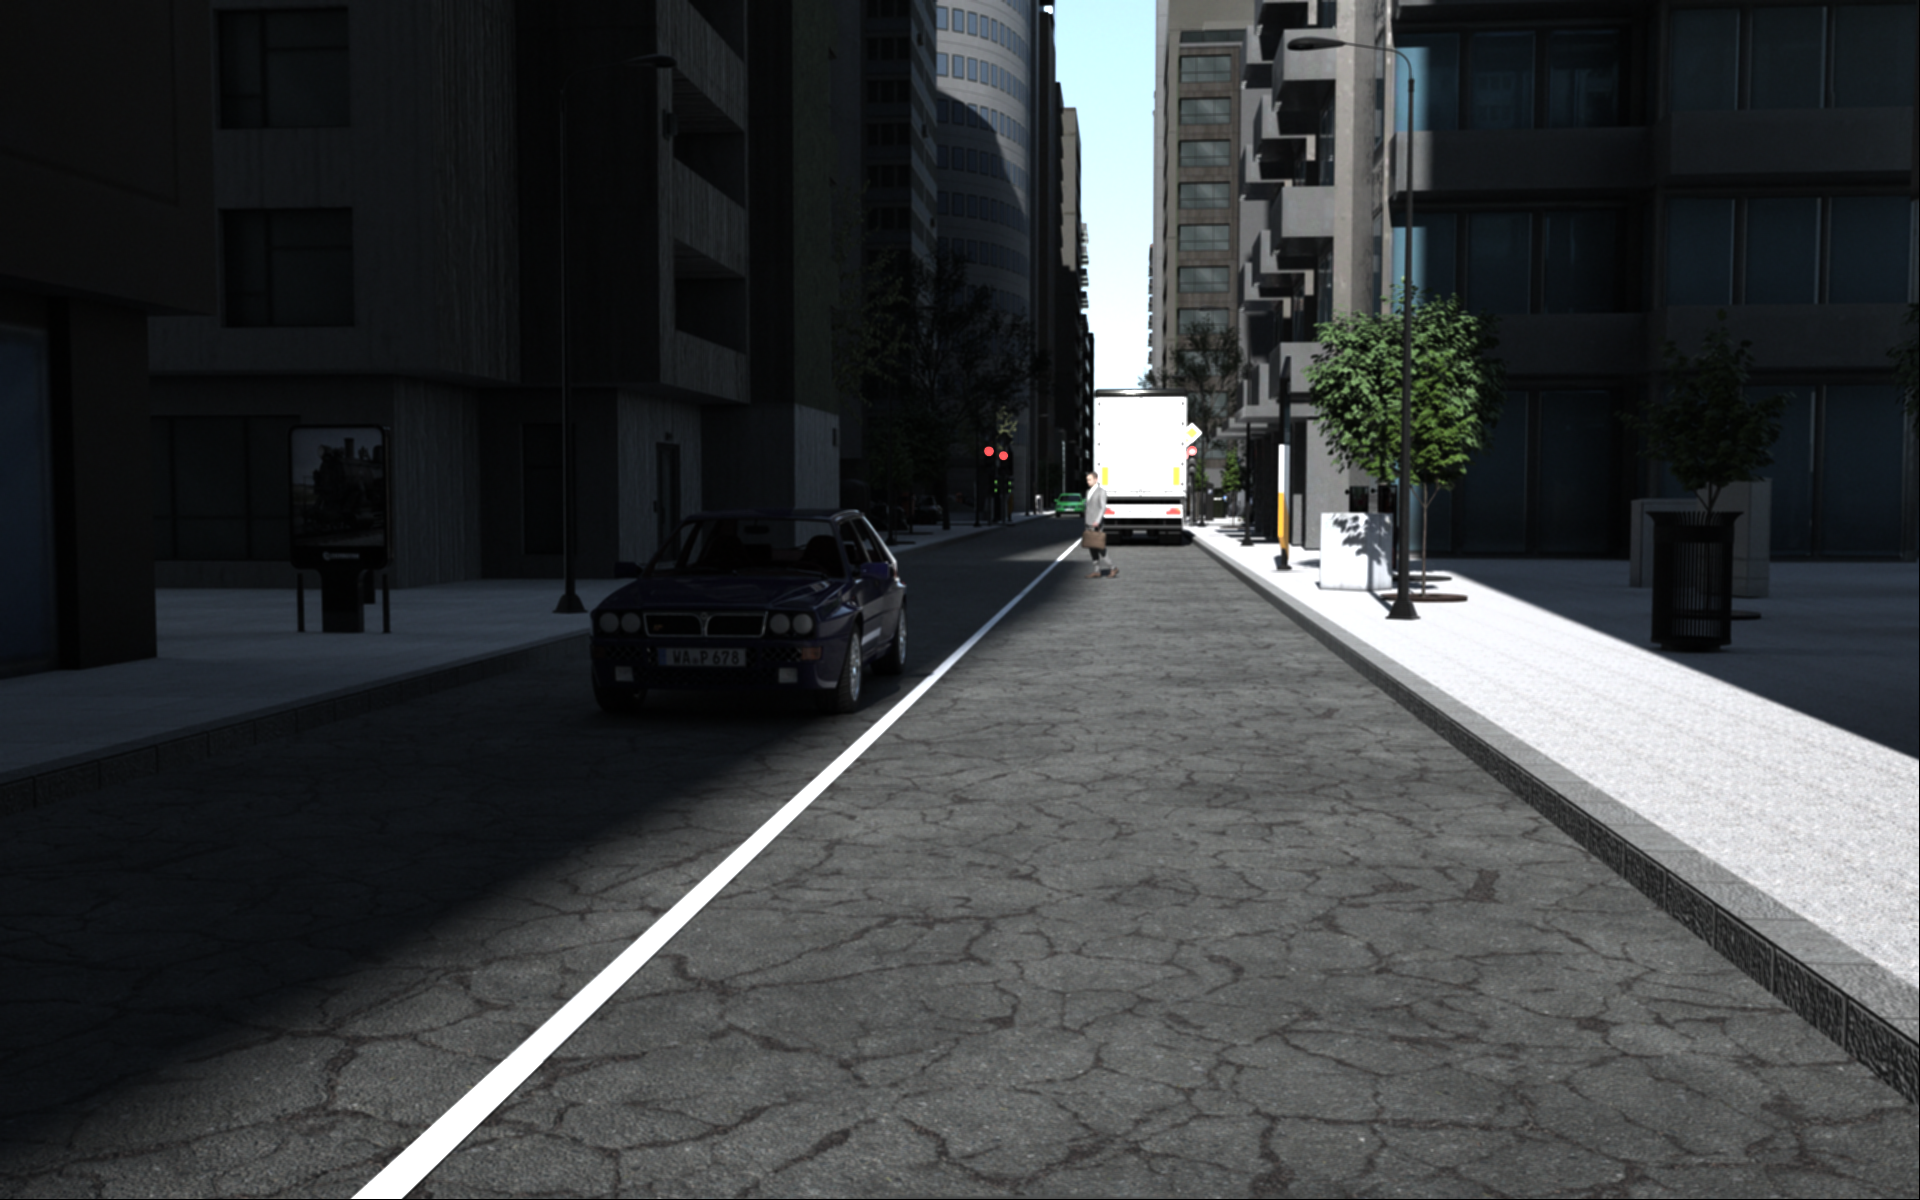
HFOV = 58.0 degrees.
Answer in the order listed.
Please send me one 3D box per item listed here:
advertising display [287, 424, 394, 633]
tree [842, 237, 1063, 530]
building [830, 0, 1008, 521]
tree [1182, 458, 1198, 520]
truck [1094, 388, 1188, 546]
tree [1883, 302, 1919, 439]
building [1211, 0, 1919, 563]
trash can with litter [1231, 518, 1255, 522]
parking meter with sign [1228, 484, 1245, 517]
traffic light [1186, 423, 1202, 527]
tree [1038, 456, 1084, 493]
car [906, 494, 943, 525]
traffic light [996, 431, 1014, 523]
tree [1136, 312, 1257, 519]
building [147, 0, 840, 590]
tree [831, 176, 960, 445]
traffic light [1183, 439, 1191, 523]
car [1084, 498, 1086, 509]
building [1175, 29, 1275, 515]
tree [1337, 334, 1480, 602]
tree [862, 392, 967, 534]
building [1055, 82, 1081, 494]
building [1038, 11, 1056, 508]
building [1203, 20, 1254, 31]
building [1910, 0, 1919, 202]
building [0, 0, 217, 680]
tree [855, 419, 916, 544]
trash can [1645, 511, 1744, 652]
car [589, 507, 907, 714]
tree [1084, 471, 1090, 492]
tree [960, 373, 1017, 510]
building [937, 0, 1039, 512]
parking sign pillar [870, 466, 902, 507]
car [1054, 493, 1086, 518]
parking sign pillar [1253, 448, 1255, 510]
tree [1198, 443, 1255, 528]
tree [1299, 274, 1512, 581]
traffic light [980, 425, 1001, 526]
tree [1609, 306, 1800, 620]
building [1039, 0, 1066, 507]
[{"bbox_3d":[-5.719,-0.660,16.005,0.974,1.923,0.123,1,4,9],"label":"advertising display"},{"bbox_3d":[-0.407,-7.811,62.129,8.767,10.594,7.601,1,4,9],"label":"tree"},{"bbox_3d":[-14.060,-24.303,89.242,32.217,40.220,23.993,0,4,6],"label":"building"},{"bbox_3d":[11.704,-5.503,84.575,1.663,3.219,1.824,0,3,0],"label":"tree"},{"bbox_3d":[5.366,-3.835,51.616,2.839,4.237,11.283,0,4,6],"label":"truck"},{"bbox_3d":[13.692,-2.351,22.159,4.285,4.588,4.351,0,3,0],"label":"tree"},{"bbox_3d":[19.082,-26.014,44.930,23.786,49.044,30.456,0,4,6],"label":"building"},{"bbox_3d":[13.732,-4.279,81.024,2.233,1.210,1.678,2,4,26],"label":"trash can with litter"},{"bbox_3d":[15.676,-6.078,95.637,1.738,3.016,0.543,2,4,31],"label":"parking meter with sign"},{"bbox_3d":[9.122,-4.858,68.345,0.839,4.253,0.868,0,4,6],"label":"traffic light"},{"bbox_3d":[7.336,-9.944,146.295,4.285,4.588,4.351,0,3,0],"label":"tree"},{"bbox_3d":[-2.730,-3.846,72.663,4.222,1.686,2.009,0,4,6],"label":"car"},{"bbox_3d":[1.974,-5.390,77.048,0.839,4.253,0.868,0,4,6],"label":"traffic light"},{"bbox_3d":[12.322,-9.508,89.867,8.767,10.594,7.601,0,4,6],"label":"tree"},{"bbox_3d":[-10.125,-15.710,28.553,14.160,30.474,14.107,0,4,6],"label":"building"},{"bbox_3d":[-3.223,-5.413,38.869,4.737,8.622,4.395,0,3,0],"label":"tree"},{"bbox_3d":[9.899,-5.344,76.292,0.839,4.253,0.868,0,4,6],"label":"traffic light"},{"bbox_3d":[13.018,-9.511,167.510,2.014,1.417,4.499,0,4,8],"label":"car"},{"bbox_3d":[20.900,-20.780,111.462,14.160,30.474,14.107,0,4,6],"label":"building"},{"bbox_3d":[5.688,-1.617,21.046,1.663,3.219,1.824,0,3,0],"label":"tree"},{"bbox_3d":[-1.494,-4.396,55.583,4.285,4.588,4.351,0,3,0],"label":"tree"},{"bbox_3d":[3.563,-35.782,208.735,21.300,48.544,21.600,0,4,6],"label":"building"},{"bbox_3d":[1.577,-31.185,159.986,14.600,45.320,14.200,0,4,6],"label":"building"},{"bbox_3d":[31.176,-27.242,137.291,32.217,40.220,23.993,0,4,6],"label":"building"},{"bbox_3d":[40.879,-22.735,55.310,14.086,41.232,14.154,0,4,6],"label":"building"},{"bbox_3d":[-13.481,-21.780,6.210,14.600,45.320,14.200,0,4,6],"label":"building"},{"bbox_3d":[-1.617,-3.067,44.749,1.663,3.219,1.824,0,3,0],"label":"tree"},{"bbox_3d":[6.010,-0.157,14.215,0.748,1.137,0.748,0,3,0],"label":"trash can"},{"bbox_3d":[-1.415,0.000,12.581,1.945,1.354,3.894,0,4,5],"label":"car"},{"bbox_3d":[15.487,-14.699,224.040,4.285,4.588,4.351,0,3,0],"label":"tree"},{"bbox_3d":[1.094,-9.383,103.768,4.737,8.622,4.395,0,3,0],"label":"tree"},{"bbox_3d":[-5.496,-35.708,125.827,21.231,58.520,28.212,0,4,6],"label":"building"},{"bbox_3d":[-2.869,-4.880,68.264,1.447,3.967,1.447,0,4,8],"label":"parking sign pillar"},{"bbox_3d":[6.802,-5.988,106.706,1.959,1.807,4.718,0,4,5],"label":"car"},{"bbox_3d":[17.680,-6.861,100.652,1.447,3.967,1.447,1,4,15],"label":"parking sign pillar"},{"bbox_3d":[10.207,-4.295,64.828,1.663,3.219,1.824,0,3,0],"label":"tree"},{"bbox_3d":[6.739,-2.591,26.070,4.285,4.588,4.351,0,3,0],"label":"tree"},{"bbox_3d":[1.197,-4.904,69.101,0.839,4.253,0.868,0,4,6],"label":"traffic light"},{"bbox_3d":[7.830,-1.423,17.876,1.663,3.219,1.824,0,3,0],"label":"tree"},{"bbox_3d":[0.290,-53.141,181.519,22.319,86.520,31.000,0,4,6],"label":"building"}]
